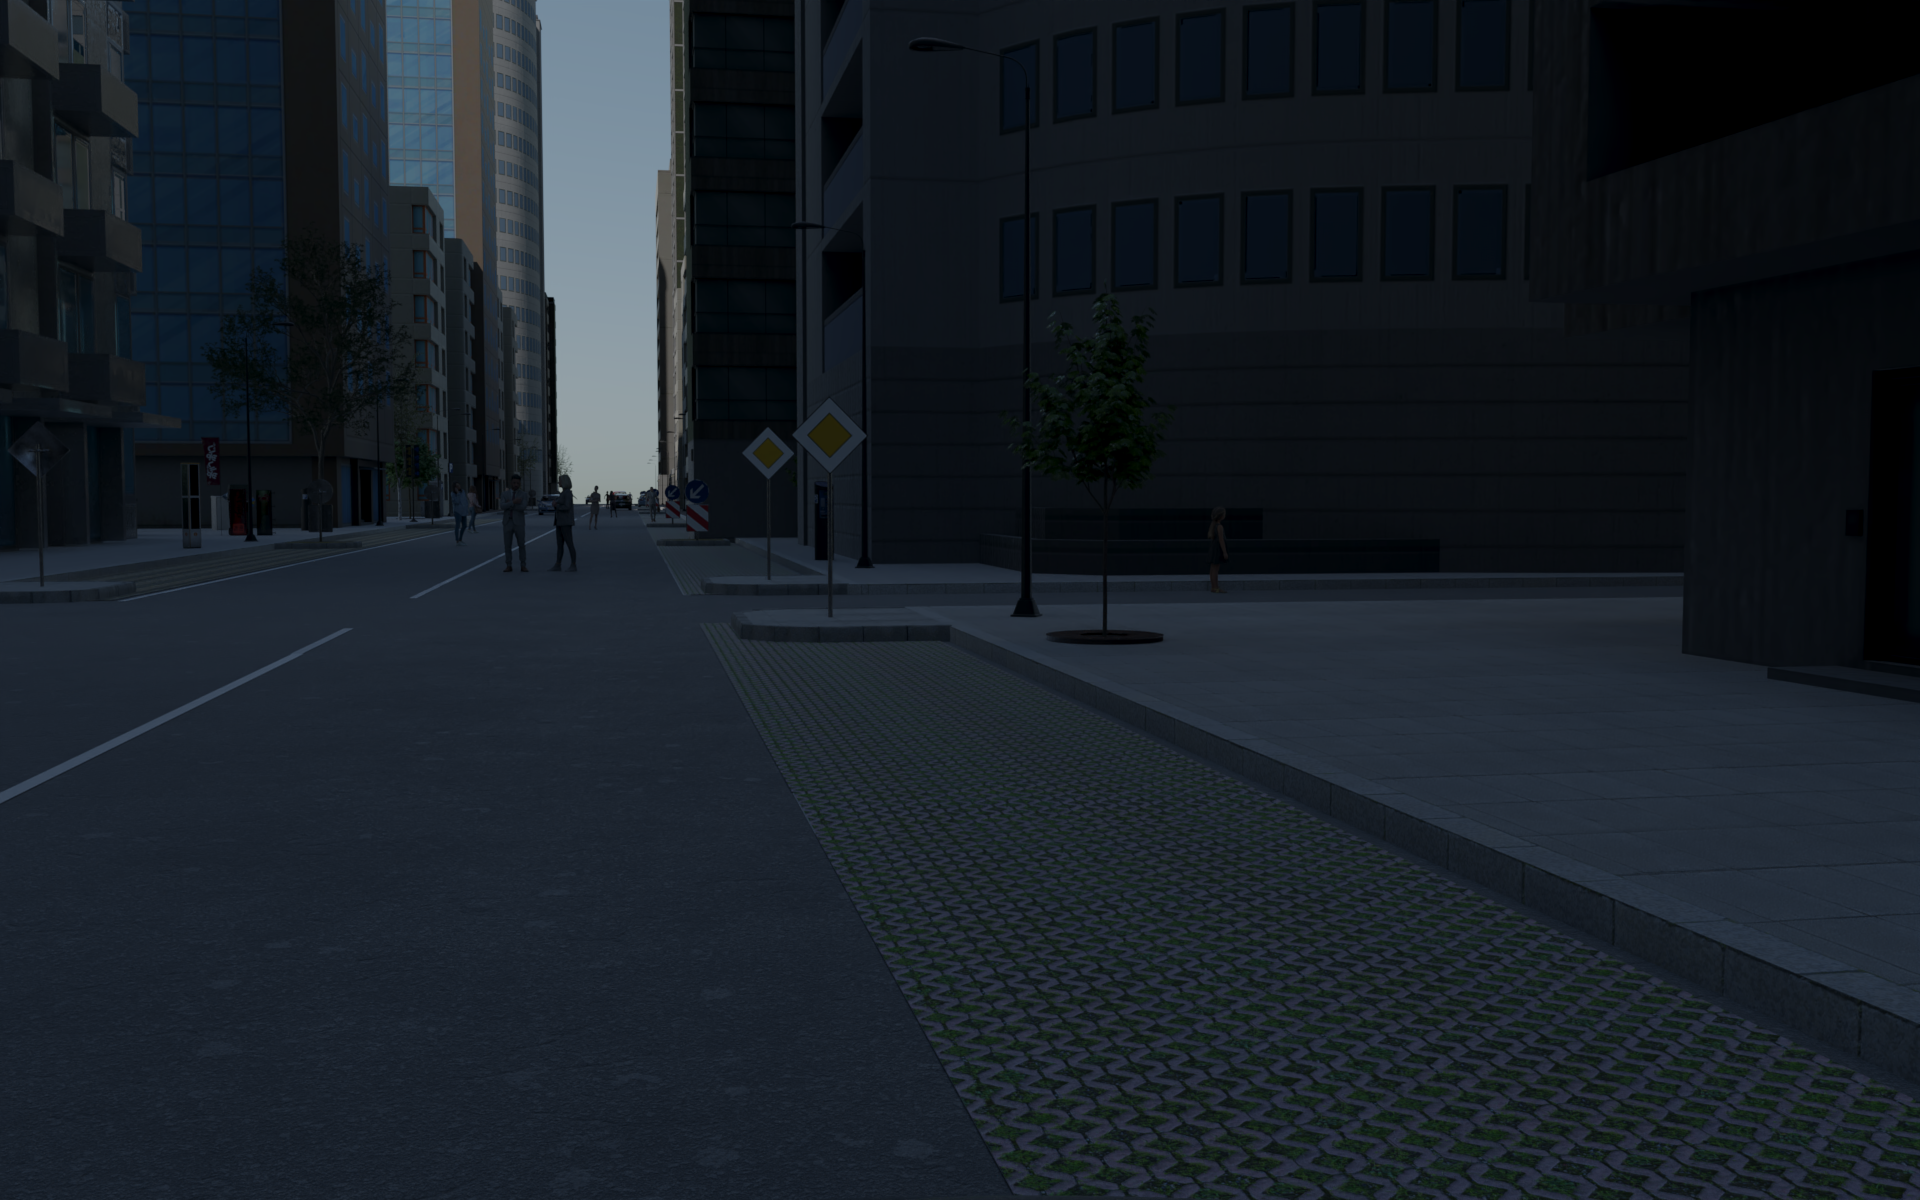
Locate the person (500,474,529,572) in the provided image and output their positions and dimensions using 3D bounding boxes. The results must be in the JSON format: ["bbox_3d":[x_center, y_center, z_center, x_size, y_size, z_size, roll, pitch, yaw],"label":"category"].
[{"bbox_3d":[-8.191,-1.416,31.834,0.511,1.800,0.466,-1,4,-22],"label":"person"}]

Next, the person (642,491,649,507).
[{"bbox_3d":[-33.370,-10.790,185.016,1.348,1.812,0.705,1,4,20],"label":"person"}]

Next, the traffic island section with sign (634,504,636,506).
[{"bbox_3d":[-27.060,-8.683,150.588,1.989,1.847,2.006,-1,4,-11],"label":"traffic island section with sign"}]

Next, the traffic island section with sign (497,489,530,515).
[{"bbox_3d":[-31.547,-6.938,122.070,1.989,1.847,2.006,-1,4,-11],"label":"traffic island section with sign"}]

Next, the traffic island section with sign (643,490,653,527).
[{"bbox_3d":[-12.531,-4.045,74.758,1.989,1.847,2.006,-1,4,-11],"label":"traffic island section with sign"}]

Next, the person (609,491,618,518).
[{"bbox_3d":[-21.152,-5.850,105.614,0.415,1.643,0.593,3,4,38],"label":"person"}]

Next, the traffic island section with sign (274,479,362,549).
[{"bbox_3d":[-16.964,-2.278,45.880,1.989,1.847,2.006,-1,4,-11],"label":"traffic island section with sign"}]

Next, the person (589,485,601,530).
[{"bbox_3d":[-14.694,-3.724,69.729,0.599,1.781,0.374,-2,4,-34],"label":"person"}]

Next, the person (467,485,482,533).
[{"bbox_3d":[-17.807,-3.313,63.255,0.593,1.750,0.643,3,5,43],"label":"person"}]

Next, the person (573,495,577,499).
[{"bbox_3d":[-33.543,-8.548,149.084,1.217,1.723,0.721,-2,4,-24],"label":"person"}]

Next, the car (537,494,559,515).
[{"bbox_3d":[-27.987,-6.534,118.828,2.014,1.417,4.499,-1,4,-11],"label":"car"}]

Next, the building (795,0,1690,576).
[{"bbox_3d":[11.289,-30.271,36.937,28.212,58.520,21.231,-1,4,-11],"label":"building"}]

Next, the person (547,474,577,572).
[{"bbox_3d":[-7.359,-1.428,32.030,0.526,1.800,0.537,-1,4,-21],"label":"person"}]

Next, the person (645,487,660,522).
[{"bbox_3d":[-15.757,-4.905,88.817,0.709,1.813,0.853,-1,4,-20],"label":"person"}]

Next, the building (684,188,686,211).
[{"bbox_3d":[0.407,-14.885,88.409,27.650,21.520,28.899,-1,4,-11],"label":"building"}]

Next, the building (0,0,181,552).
[{"bbox_3d":[-30.776,-25.359,34.236,23.786,49.044,30.456,-1,4,-11],"label":"building"}]

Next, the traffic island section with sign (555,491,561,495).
[{"bbox_3d":[-47.130,-11.910,203.352,1.989,1.847,2.006,-1,4,-11],"label":"traffic island section with sign"}]

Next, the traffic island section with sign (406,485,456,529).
[{"bbox_3d":[-22.023,-3.898,72.358,1.989,1.847,2.006,-1,4,-11],"label":"traffic island section with sign"}]

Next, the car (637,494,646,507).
[{"bbox_3d":[-34.259,-10.832,189.105,2.014,1.417,4.499,-1,4,-12],"label":"car"}]

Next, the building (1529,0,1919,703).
[{"bbox_3d":[11.583,-14.643,11.113,14.160,30.474,14.107,-1,4,-11],"label":"building"}]

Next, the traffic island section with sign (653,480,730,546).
[{"bbox_3d":[-7.464,-2.425,48.281,1.989,1.847,2.006,-1,4,-11],"label":"traffic island section with sign"}]

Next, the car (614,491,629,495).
[{"bbox_3d":[-40.991,-12.226,208.575,2.281,1.827,5.304,-1,4,-12],"label":"car"}]

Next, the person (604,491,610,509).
[{"bbox_3d":[-34.426,-9.802,169.482,1.217,1.735,0.721,3,4,37],"label":"person"}]

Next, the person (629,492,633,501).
[{"bbox_3d":[-45.577,-14.067,239.433,0.756,1.711,0.436,1,4,17],"label":"person"}]

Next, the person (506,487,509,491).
[{"bbox_3d":[-24.785,-5.301,95.188,0.660,1.820,0.620,-1,4,-13],"label":"person"}]

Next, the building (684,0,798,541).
[{"bbox_3d":[-2.147,-17.490,57.666,14.160,30.474,14.107,-1,4,-11],"label":"building"}]

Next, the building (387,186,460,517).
[{"bbox_3d":[-46.155,-16.162,109.295,27.650,21.520,28.899,-1,4,-11],"label":"building"}]

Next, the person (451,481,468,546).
[{"bbox_3d":[-13.879,-2.401,48.017,0.793,1.790,0.793,-1,4,-10],"label":"person"}]

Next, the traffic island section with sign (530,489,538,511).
[{"bbox_3d":[-36.667,-8.571,148.764,1.989,1.847,2.006,-1,4,-11],"label":"traffic island section with sign"}]

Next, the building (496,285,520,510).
[{"bbox_3d":[-53.929,-18.787,152.201,27.650,21.520,28.899,-1,4,-11],"label":"building"}]

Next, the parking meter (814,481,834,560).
[{"bbox_3d":[-2.636,-1.540,33.592,0.372,1.533,0.369,0,3,0],"label":"parking meter"}]

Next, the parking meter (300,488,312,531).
[{"bbox_3d":[-22.895,-3.197,60.675,0.372,1.533,0.369,0,3,0],"label":"parking meter"}]

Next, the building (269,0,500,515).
[{"bbox_3d":[-42.907,-29.454,131.680,14.600,45.320,14.200,-1,4,-11],"label":"building"}]

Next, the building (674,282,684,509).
[{"bbox_3d":[-9.092,-18.203,142.666,27.650,21.520,28.899,-1,4,-11],"label":"building"}]

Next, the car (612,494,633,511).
[{"bbox_3d":[-29.805,-8.727,152.479,2.009,1.686,4.222,-1,4,-12],"label":"car"}]

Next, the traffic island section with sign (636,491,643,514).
[{"bbox_3d":[-21.995,-7.062,124.097,1.989,1.847,2.006,-1,4,-11],"label":"traffic island section with sign"}]

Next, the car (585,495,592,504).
[{"bbox_3d":[-51.939,-14.181,244.432,1.945,1.354,3.894,-1,4,-9],"label":"car"}]

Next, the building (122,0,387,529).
[{"bbox_3d":[-31.128,-25.634,69.226,14.600,45.320,14.200,-1,4,-11],"label":"building"}]

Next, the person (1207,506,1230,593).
[{"bbox_3d":[3.749,-0.727,25.059,0.373,1.253,0.362,0,4,-7],"label":"person"}]
